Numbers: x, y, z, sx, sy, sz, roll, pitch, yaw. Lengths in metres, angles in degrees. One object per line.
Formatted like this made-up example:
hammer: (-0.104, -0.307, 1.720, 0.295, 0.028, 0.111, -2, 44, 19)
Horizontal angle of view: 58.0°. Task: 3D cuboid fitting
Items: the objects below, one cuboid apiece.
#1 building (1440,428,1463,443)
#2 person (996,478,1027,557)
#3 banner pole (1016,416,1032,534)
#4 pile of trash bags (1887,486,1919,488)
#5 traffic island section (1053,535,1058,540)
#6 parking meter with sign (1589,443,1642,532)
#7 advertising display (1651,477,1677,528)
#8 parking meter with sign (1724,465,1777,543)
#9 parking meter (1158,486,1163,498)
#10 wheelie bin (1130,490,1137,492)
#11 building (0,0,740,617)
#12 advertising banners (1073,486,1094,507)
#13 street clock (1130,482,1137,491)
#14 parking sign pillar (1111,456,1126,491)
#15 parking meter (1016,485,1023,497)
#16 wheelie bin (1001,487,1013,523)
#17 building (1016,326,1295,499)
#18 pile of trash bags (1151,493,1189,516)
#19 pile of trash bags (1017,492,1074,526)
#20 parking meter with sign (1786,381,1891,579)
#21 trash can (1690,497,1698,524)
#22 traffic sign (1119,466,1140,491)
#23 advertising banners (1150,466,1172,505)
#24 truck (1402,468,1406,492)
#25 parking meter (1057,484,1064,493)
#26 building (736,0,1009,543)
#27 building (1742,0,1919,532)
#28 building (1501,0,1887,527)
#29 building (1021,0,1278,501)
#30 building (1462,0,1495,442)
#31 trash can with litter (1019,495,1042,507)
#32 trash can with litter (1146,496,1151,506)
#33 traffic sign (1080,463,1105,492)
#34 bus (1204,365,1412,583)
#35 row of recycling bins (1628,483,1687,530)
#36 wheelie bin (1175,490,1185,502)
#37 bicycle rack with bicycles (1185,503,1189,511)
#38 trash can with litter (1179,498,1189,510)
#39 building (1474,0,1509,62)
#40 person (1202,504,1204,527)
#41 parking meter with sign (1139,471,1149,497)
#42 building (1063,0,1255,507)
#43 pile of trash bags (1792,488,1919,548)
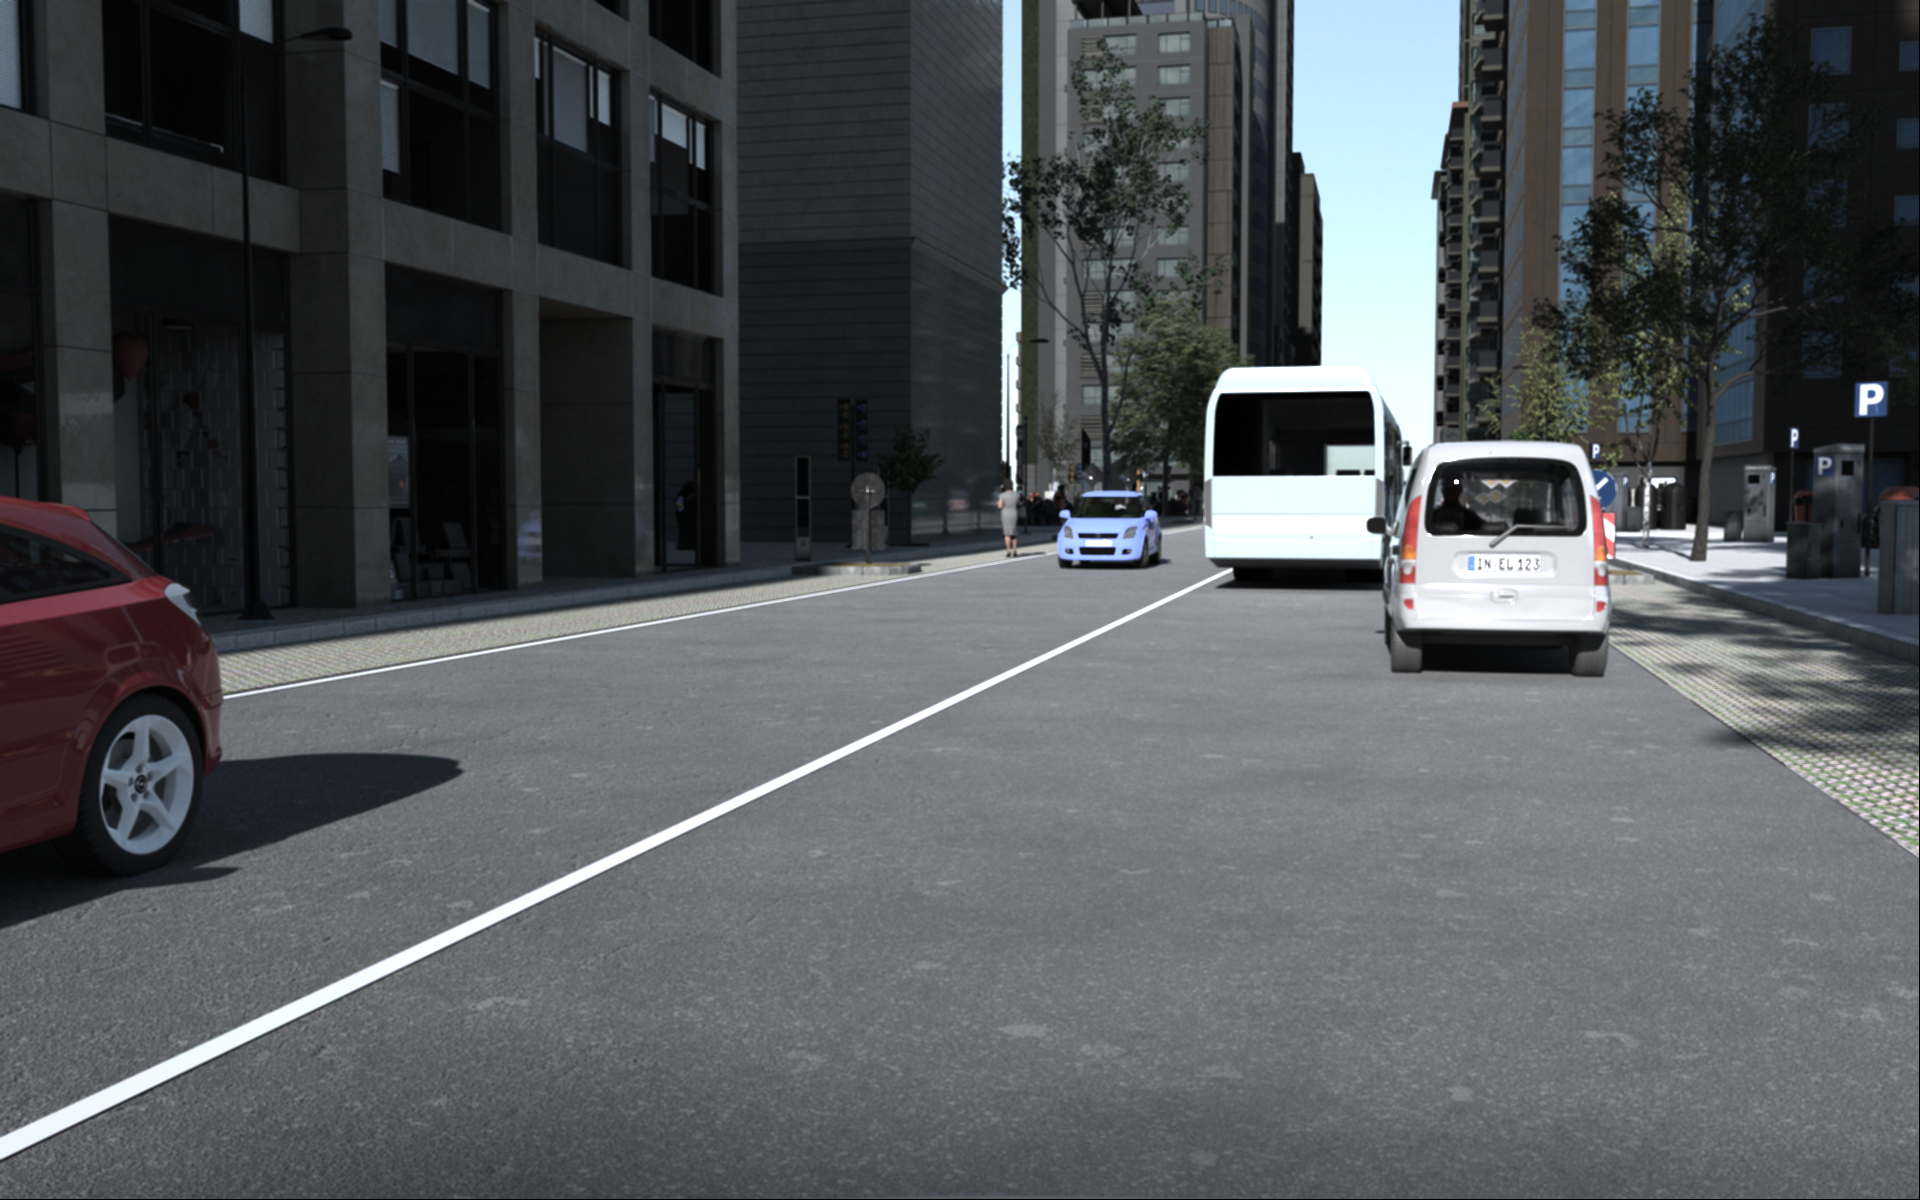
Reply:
building: (56.534, -51.736, 158.548, 22.319, 86.520, 31.000, 1, 4, 14)
person: (1.161, -1.848, 39.076, 0.716, 1.782, 0.532, -1, 4, -20)
banner pole: (2.001, -4.007, 55.539, 0.401, 3.779, 0.863, 2, 4, 30)
pile of trash bags: (11.897, -0.647, 20.329, 3.447, 1.369, 1.912, -2, 4, -31)
traffic island section: (4.191, -2.017, 55.259, 2.009, 0.180, 2.903, 1, 4, 14)
parking meter with sign: (22.398, -3.844, 59.111, 0.543, 3.016, 1.738, -3, 5, -39)
advertising display: (26.298, -3.648, 64.851, 0.974, 1.923, 0.123, 2, 4, 29)
parking meter with sign: (21.306, -3.051, 46.141, 0.543, 3.016, 1.738, -3, 5, -42)
parking meter: (14.673, -7.399, 126.687, 0.399, 1.863, 0.255, 1, 4, 18)
wheelie bin: (12.390, -7.075, 123.579, 0.980, 1.594, 0.693, 2, 4, 35)
building: (-17.336, -12.927, 15.878, 19.350, 26.468, 34.151, 1, 4, 14)
advertising banners: (8.181, -7.216, 114.161, 0.090, 3.025, 2.074, -3, 5, -41)
street clock: (8.982, -5.214, 89.823, 0.358, 2.002, 0.471, -1, 4, -13)
parking sign pillar: (10.503, -7.836, 116.583, 1.447, 3.967, 1.447, 0, 4, 0)
parking meter: (3.696, -6.235, 107.645, 0.399, 1.863, 0.255, -1, 4, -13)
wheelie bin: (2.035, -4.263, 77.606, 0.980, 1.594, 0.693, 1, 4, 10)
building: (22.842, -21.425, 195.337, 27.650, 21.520, 28.899, 1, 4, 14)
pile of trash bags: (12.656, -5.699, 102.924, 1.912, 1.369, 3.447, 2, 4, 34)
pile of trash bags: (3.395, -3.768, 71.352, 1.912, 1.369, 3.447, 2, 4, 31)
parking meter with sign: (13.442, -1.854, 26.570, 1.738, 3.016, 0.543, -2, 4, -28)
trash can: (31.587, -3.813, 74.002, 0.748, 1.137, 0.748, 0, 3, 0)
traffic sign: (6.149, -3.627, 62.940, 0.795, 2.450, 0.064, 1, 4, 14)
advertising banners: (12.459, -6.789, 107.190, 2.074, 3.025, 0.090, -3, 5, -45)
truck: (42.859, -11.093, 171.123, 2.967, 4.110, 18.799, 1, 4, 12)
parking meter: (6.038, -5.998, 103.774, 0.399, 1.863, 0.255, -1, 4, -22)
building: (-14.226, -16.879, 53.465, 29.804, 29.767, 11.434, 1, 4, 14)
building: (35.796, -25.222, 62.490, 14.200, 45.320, 14.600, 1, 4, 14)
building: (33.303, -26.358, 81.057, 14.600, 45.320, 14.200, 1, 4, 14)
building: (18.655, -38.158, 165.876, 21.231, 58.520, 28.212, 1, 4, 14)
building: (47.483, -27.781, 137.816, 14.154, 41.232, 14.086, 1, 4, 14)
trash can with litter: (4.131, -5.527, 101.431, 2.233, 1.210, 1.678, 0, 4, 4)
trash can with litter: (13.098, -6.694, 120.838, 0.624, 1.170, 1.055, 2, 4, 30)
traffic sign: (4.216, -3.153, 55.191, 0.795, 2.450, 0.064, 1, 4, 14)
bus: (6.570, -2.233, 31.371, 2.948, 3.499, 13.247, 1, 4, 15)
row of recycling bins: (24.401, -3.402, 62.731, 3.534, 1.692, 1.069, 1, 4, 21)
wheelie bin: (17.577, -7.930, 137.561, 0.980, 1.594, 0.693, -2, 4, -30)
bicycle rack with bicycles: (17.410, -7.080, 129.146, 2.925, 0.926, 2.852, 0, 4, -3)
trash can with litter: (17.677, -7.590, 135.485, 1.055, 1.170, 0.624, -1, 4, -20)
building: (43.888, -27.780, 108.821, 22.147, 44.769, 28.867, 1, 4, 14)
person: (10.693, -4.025, 74.174, 0.638, 1.841, 0.748, -2, 4, -32)
parking meter with sign: (13.960, -8.321, 132.305, 0.543, 3.016, 1.738, 1, 4, 22)
building: (16.878, -28.226, 145.085, 14.154, 41.232, 14.086, 1, 4, 14)
pile of trash bags: (21.789, -1.936, 41.408, 3.447, 1.369, 1.912, 1, 4, 23)
